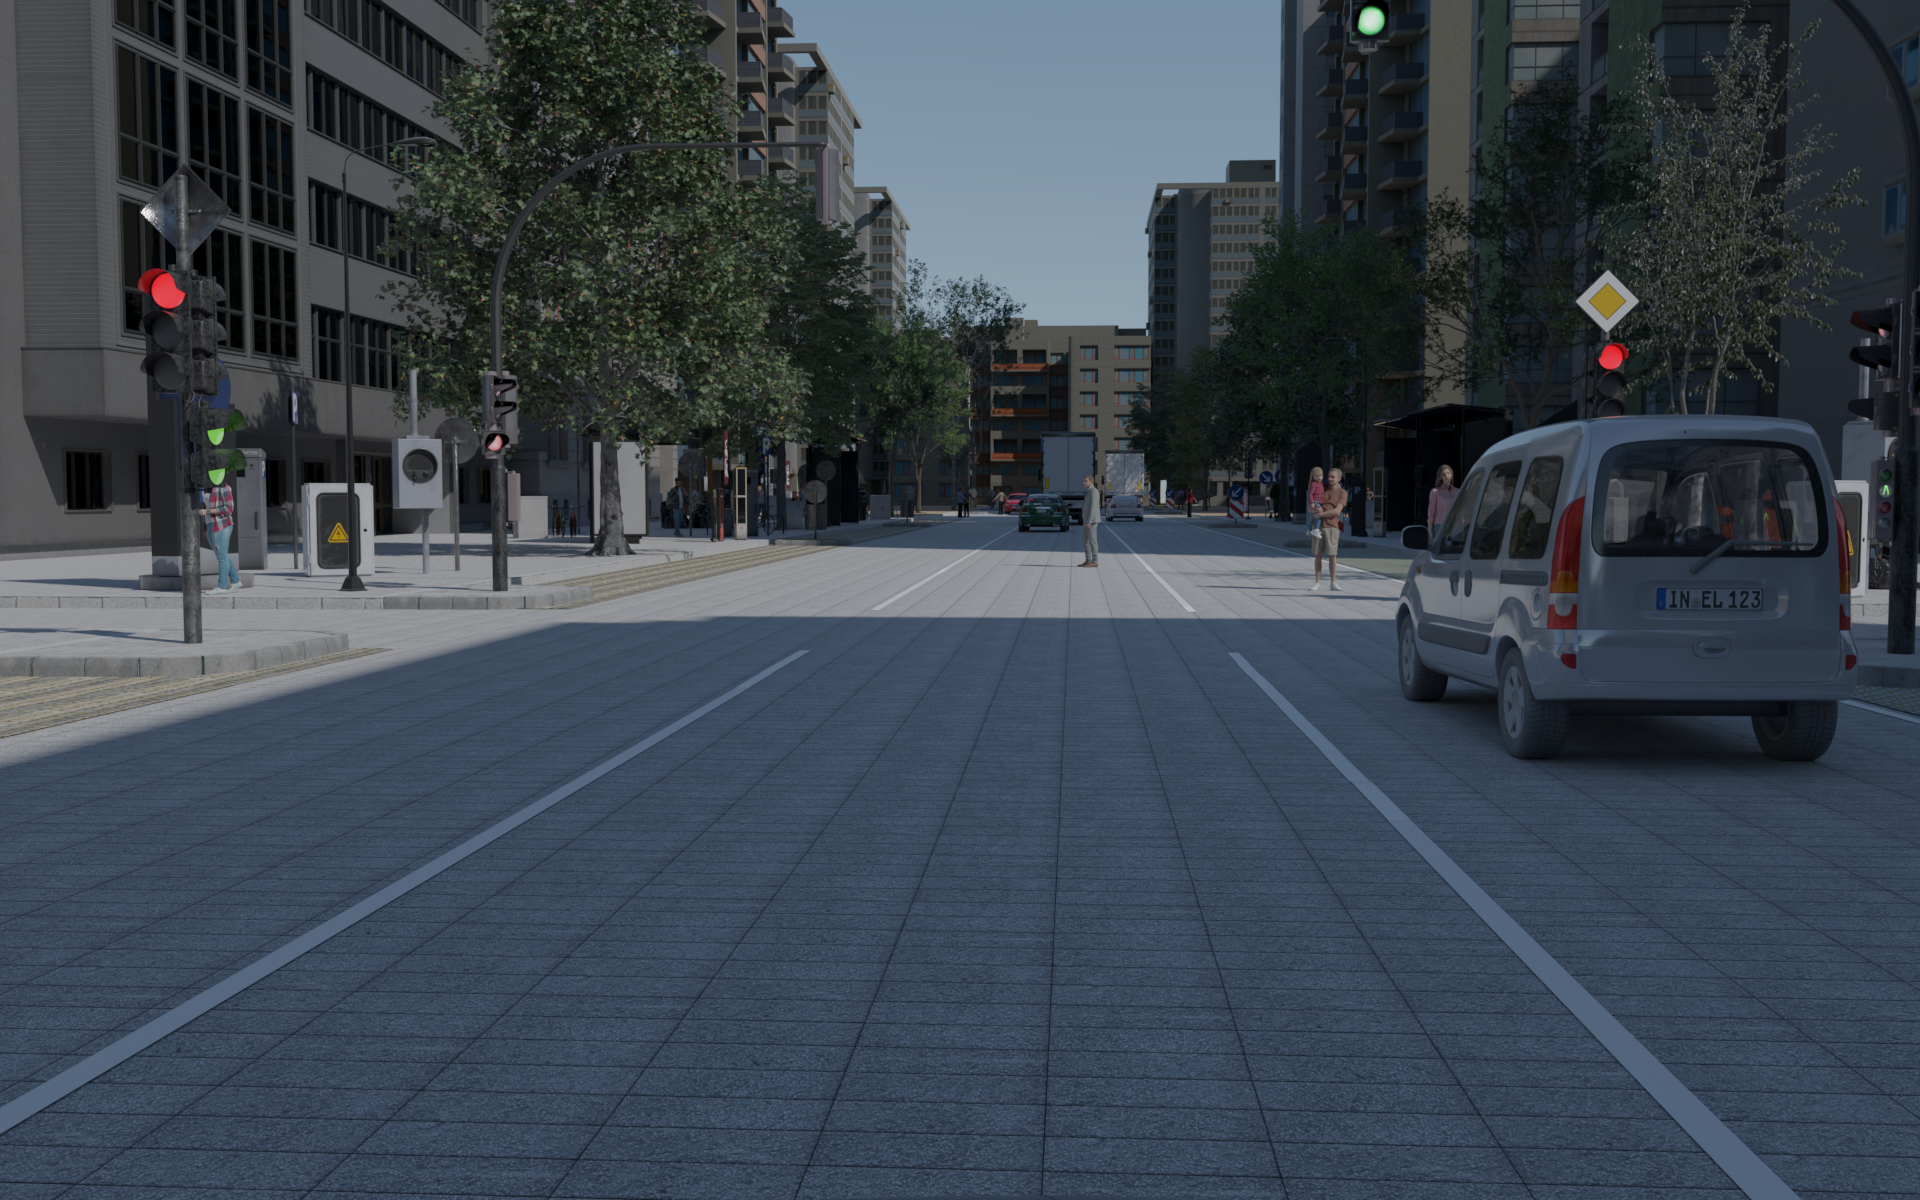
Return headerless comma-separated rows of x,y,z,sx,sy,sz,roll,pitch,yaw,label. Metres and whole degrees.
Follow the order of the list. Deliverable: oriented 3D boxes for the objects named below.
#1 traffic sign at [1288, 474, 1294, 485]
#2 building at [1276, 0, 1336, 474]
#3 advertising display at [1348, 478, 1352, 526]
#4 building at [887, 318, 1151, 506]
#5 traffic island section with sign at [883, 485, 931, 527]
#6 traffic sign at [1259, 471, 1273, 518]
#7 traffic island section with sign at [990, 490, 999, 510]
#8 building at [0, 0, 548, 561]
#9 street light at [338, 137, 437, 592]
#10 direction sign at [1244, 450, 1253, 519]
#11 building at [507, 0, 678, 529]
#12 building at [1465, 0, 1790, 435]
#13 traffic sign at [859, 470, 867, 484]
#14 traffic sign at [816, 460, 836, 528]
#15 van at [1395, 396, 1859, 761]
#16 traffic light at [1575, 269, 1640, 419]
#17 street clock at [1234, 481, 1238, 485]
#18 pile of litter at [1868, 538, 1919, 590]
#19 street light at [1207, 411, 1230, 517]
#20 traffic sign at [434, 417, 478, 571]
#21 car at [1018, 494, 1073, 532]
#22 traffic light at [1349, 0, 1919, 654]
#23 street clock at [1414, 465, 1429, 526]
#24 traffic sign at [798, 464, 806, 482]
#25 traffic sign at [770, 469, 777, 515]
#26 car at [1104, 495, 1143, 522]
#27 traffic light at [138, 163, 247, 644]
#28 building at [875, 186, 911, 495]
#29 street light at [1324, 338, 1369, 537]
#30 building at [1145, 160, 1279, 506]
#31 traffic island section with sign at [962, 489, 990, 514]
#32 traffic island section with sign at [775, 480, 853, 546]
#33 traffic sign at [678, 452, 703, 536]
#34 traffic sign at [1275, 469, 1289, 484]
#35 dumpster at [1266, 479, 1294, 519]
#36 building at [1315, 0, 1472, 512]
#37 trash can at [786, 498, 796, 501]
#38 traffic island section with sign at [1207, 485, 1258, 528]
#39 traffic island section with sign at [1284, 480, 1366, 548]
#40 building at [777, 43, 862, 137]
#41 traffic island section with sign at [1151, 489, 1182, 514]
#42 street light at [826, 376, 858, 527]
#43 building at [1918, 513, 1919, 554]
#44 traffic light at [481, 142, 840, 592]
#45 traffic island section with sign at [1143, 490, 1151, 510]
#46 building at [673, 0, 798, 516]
16.434,-5.182,86.850,0.606,2.300,0.079,0,4,5,traffic sign
37.685,-36.968,146.424,21.231,58.520,28.212,0,4,4,building
15.648,-3.908,69.107,0.123,1.923,0.974,0,4,2,advertising display
7.312,-21.951,203.944,28.899,21.520,27.650,0,4,4,building
-2.274,-4.092,75.533,1.989,1.847,2.006,0,4,4,traffic island section with sign
16.666,-5.763,94.333,0.768,2.556,0.104,1,4,12,traffic sign
2.810,-8.789,152.327,1.989,1.847,2.006,0,4,4,traffic island section with sign
-22.671,-13.950,47.156,14.314,24.678,30.058,0,4,4,building
-7.503,-3.070,22.729,1.470,5.913,1.316,0,4,4,street light
14.572,-5.839,87.469,0.379,3.537,0.876,2,4,35,direction sign
-20.694,-17.513,73.722,14.401,28.519,23.554,0,4,4,building
30.525,-24.166,78.716,14.154,41.232,14.086,0,4,4,building
-5.241,-5.468,89.400,0.884,2.594,0.081,1,4,12,traffic sign
-5.094,-4.010,65.668,0.768,2.556,0.104,1,4,10,traffic sign
3.865,-0.225,10.695,2.013,2.044,4.112,0,4,2,van
8.081,-2.013,21.826,0.839,4.253,0.868,0,4,4,traffic light
14.915,-5.441,93.526,0.358,2.002,0.471,1,4,9,street clock
12.566,-0.603,23.820,1.176,0.858,1.719,0,4,-2,pile of litter
14.482,-7.591,96.658,1.470,5.913,1.316,0,4,4,street light
-8.387,-1.756,28.821,0.768,2.556,0.104,0,4,8,traffic sign
3.253,-3.354,66.628,2.131,1.459,4.920,0,4,6,car
5.461,-2.397,13.855,4.771,5.953,1.251,0,4,4,traffic light
11.467,-2.358,43.115,0.358,2.002,0.471,2,4,34,street clock
-6.455,-4.454,72.923,0.768,2.556,0.104,1,4,9,traffic sign
-7.392,-4.152,70.012,0.606,2.300,0.079,1,4,9,traffic sign
8.700,-4.854,91.721,2.083,1.381,4.827,0,4,3,car
-6.578,-1.581,14.775,0.839,4.253,0.868,0,4,4,traffic light
-18.909,-31.545,207.640,23.993,40.220,32.217,0,4,4,building
11.502,-4.832,51.547,1.470,5.913,1.316,0,4,4,street light
34.151,-31.327,204.071,23.993,40.220,32.217,0,4,4,building
0.968,-7.087,124.502,1.989,1.847,2.006,0,4,4,traffic island section with sign
-4.062,-2.446,48.617,1.989,1.847,2.006,0,4,4,traffic island section with sign
-8.171,-3.203,52.480,0.768,2.556,0.104,1,4,8,traffic sign
16.324,-5.362,87.777,0.768,2.556,0.104,1,4,10,traffic sign
16.558,-5.288,88.957,1.502,2.255,1.985,0,4,4,dumpster
36.246,-28.365,118.390,22.147,44.769,28.867,0,4,4,building
-6.587,-3.323,65.986,0.748,1.137,0.748,0,3,0,trash can
11.548,-3.970,73.532,1.989,1.847,2.006,0,4,4,traffic island section with sign
9.751,-2.315,46.483,1.989,1.847,2.006,0,4,4,traffic island section with sign
-21.402,-27.994,149.584,23.993,40.220,32.217,0,4,4,building
14.901,-7.070,124.216,1.989,1.847,2.006,0,4,4,traffic island section with sign
-4.624,-5.788,67.167,1.470,5.913,1.316,0,4,4,street light
31.341,-25.368,38.474,21.600,48.544,21.300,0,4,4,building
-3.957,-2.934,22.640,4.771,5.953,1.251,0,4,4,traffic light
16.683,-8.715,151.113,1.989,1.847,2.006,0,4,4,traffic island section with sign
-22.877,-28.071,113.588,22.147,44.769,28.867,0,4,4,building
